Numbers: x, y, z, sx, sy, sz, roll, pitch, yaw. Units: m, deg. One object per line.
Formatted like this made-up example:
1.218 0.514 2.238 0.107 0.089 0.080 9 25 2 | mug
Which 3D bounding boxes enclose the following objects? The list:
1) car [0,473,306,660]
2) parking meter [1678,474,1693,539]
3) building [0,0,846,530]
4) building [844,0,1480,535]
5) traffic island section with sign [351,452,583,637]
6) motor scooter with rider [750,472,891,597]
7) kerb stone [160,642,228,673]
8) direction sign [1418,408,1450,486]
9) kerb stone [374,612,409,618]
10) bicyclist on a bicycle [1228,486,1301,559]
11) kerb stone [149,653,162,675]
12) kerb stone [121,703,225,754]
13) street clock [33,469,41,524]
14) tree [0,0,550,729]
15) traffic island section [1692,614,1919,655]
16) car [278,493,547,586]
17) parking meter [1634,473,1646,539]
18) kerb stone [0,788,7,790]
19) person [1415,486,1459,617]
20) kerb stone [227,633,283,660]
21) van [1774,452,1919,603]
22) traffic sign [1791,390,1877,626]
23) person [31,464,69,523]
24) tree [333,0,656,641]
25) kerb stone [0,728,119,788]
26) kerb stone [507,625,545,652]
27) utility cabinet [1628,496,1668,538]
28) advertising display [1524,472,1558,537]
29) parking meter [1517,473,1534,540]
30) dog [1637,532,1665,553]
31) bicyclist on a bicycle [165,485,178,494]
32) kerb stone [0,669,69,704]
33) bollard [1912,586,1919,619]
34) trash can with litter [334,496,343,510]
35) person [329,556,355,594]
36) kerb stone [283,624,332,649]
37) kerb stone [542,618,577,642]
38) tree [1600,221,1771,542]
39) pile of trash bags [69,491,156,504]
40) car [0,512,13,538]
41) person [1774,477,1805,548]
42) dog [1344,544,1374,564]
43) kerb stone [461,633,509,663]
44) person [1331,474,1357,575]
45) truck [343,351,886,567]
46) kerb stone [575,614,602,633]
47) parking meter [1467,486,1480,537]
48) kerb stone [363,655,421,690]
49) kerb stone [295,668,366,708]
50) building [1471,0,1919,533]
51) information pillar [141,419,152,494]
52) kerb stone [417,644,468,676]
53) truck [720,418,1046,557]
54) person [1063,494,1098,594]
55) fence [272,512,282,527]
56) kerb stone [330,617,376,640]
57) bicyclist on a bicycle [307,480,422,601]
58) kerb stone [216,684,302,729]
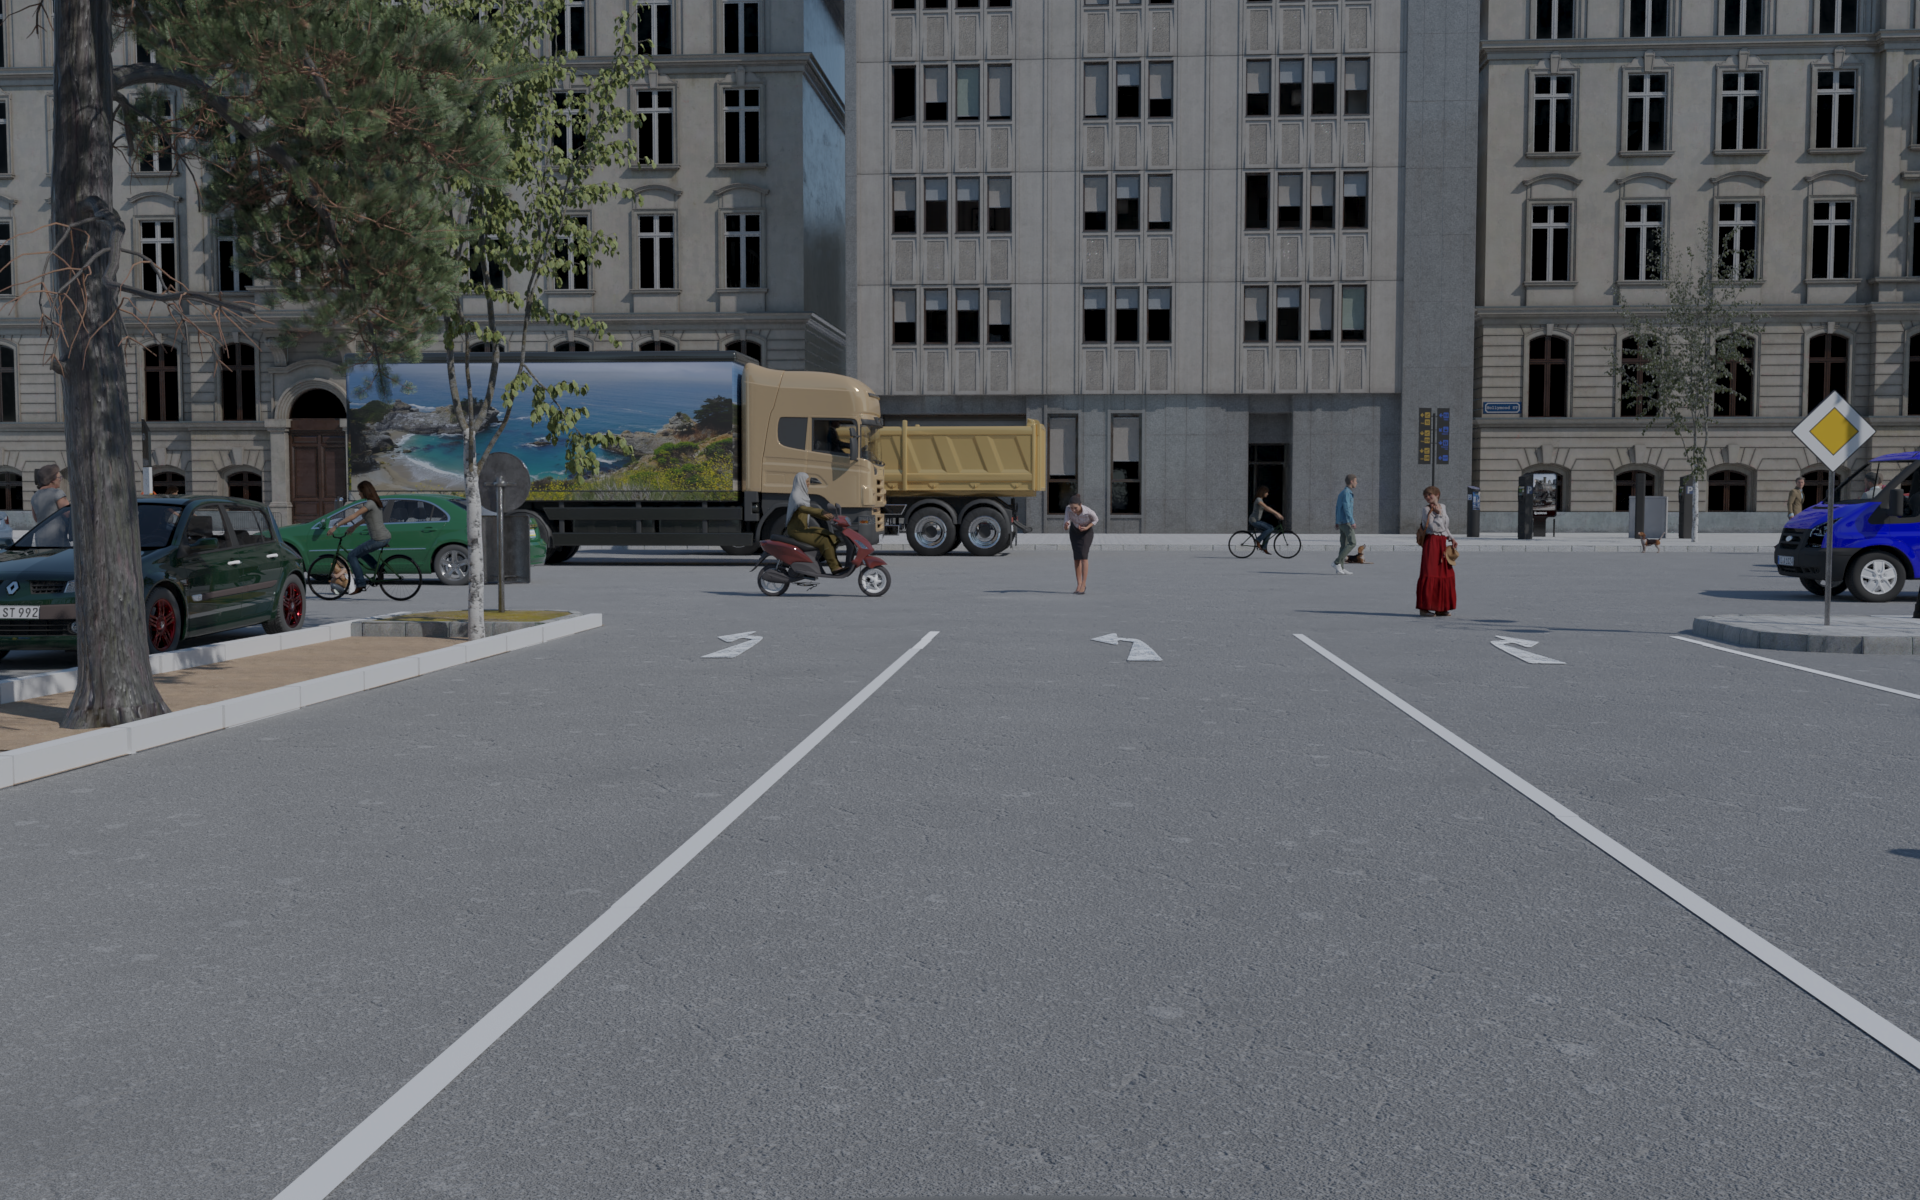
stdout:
-7.573 -0.379 15.985 2.009 1.686 4.222 0 4 3 | car
20.846 -2.690 49.688 0.399 1.863 0.255 -1 4 -10 | parking meter
-21.688 -15.015 64.582 34.723 24.649 14.460 0 4 4 | building
6.673 -14.843 60.707 19.932 24.808 12.078 0 4 4 | building
-5.018 -0.612 18.151 2.006 1.907 1.989 0 4 4 | traffic island section with sign
-1.953 -0.928 24.130 1.986 1.779 0.876 0 4 3 | motor scooter with rider
-6.366 0.484 14.276 0.120 0.150 1.000 0 4 4 | kerb stone
12.453 -3.276 45.567 0.876 3.537 0.379 -1 4 -14 | direction sign
-6.061 0.234 18.367 0.120 0.150 1.000 0 4 4 | kerb stone
6.759 -1.734 38.370 1.625 1.676 1.499 0 4 6 | bicyclist on a bicycle
-6.456 0.547 13.253 0.120 0.150 1.000 0 4 4 | kerb stone
-4.582 0.745 10.035 0.120 0.150 1.000 0 4 4 | kerb stone
-26.237 -2.743 49.419 0.358 2.002 0.471 -1 4 -21 | street clock
-5.339 -5.255 10.425 6.751 12.117 7.091 0 3 0 | tree
8.478 0.329 16.906 2.009 0.180 2.903 0 4 4 | traffic island section
-9.201 -0.991 27.995 4.920 1.459 2.131 0 4 4 | car
19.381 -2.670 49.361 0.255 1.863 0.399 1 4 21 | parking meter
-4.733 0.870 7.982 0.120 0.150 1.000 0 4 4 | kerb stone
5.558 -0.566 20.225 0.523 1.526 0.387 -2 4 -31 | person
-6.297 0.422 15.299 0.120 0.150 1.000 0 4 4 | kerb stone
13.926 -1.168 23.484 5.245 2.365 2.240 0 4 5 | van
8.454 -0.807 16.830 0.795 2.450 0.064 0 4 4 | traffic sign
-10.490 -0.701 20.314 0.716 1.782 0.532 1 4 21 | person
-4.675 -3.884 16.331 4.737 8.622 4.395 0 3 0 | tree
-4.666 0.807 9.006 0.120 0.150 1.000 0 4 4 | kerb stone
-4.123 0.367 16.188 0.120 0.150 1.000 0 4 4 | kerb stone
20.082 -2.408 50.536 1.020 1.237 0.306 2 4 34 | utility cabinet
17.346 -2.850 51.815 0.974 1.923 0.123 0 4 7 | advertising display
15.977 -2.644 48.942 0.399 1.863 0.255 -2 4 -31 | parking meter
16.839 -1.402 42.216 0.540 0.507 0.406 -2 4 -33 | dog
-15.917 -1.537 35.148 1.625 1.676 1.499 0 4 6 | bicyclist on a bicycle
-6.516 0.610 12.229 0.120 0.150 1.000 0 4 4 | kerb stone
9.953 -0.111 17.859 0.229 0.601 0.229 0 3 0 | bollard
-18.749 -2.543 52.629 1.678 1.210 2.233 -1 4 -18 | trash can with litter
-8.839 -0.354 24.756 0.357 0.543 0.381 -2 4 -25 | person
-6.220 0.366 16.322 0.120 0.150 1.000 0 4 4 | kerb stone
-4.038 0.306 17.212 0.120 0.150 1.000 0 4 4 | kerb stone
19.399 -5.852 46.045 4.360 8.622 3.978 0 3 0 | tree
-28.059 -2.866 56.617 3.447 1.369 1.912 -2 4 -32 | pile of trash bags
-24.269 -1.702 39.831 4.499 1.417 2.014 0 4 4 | car
19.730 -1.991 40.965 0.836 1.842 0.656 1 4 11 | person
8.140 -0.949 35.705 0.550 0.427 0.748 -1 4 -18 | dog
-4.201 0.430 15.165 0.120 0.150 1.000 0 4 4 | kerb stone
6.804 -1.336 30.688 0.444 1.785 0.601 1 4 8 | person
-6.538 -2.834 35.246 11.283 4.237 2.839 0 4 4 | truck
-3.970 0.252 18.241 0.120 0.150 1.000 0 4 4 | kerb stone
15.269 -2.635 51.496 0.372 1.533 0.369 0 3 0 | parking meter
-4.355 0.561 13.110 0.120 0.150 1.000 0 4 4 | kerb stone
-4.428 0.621 12.081 0.120 0.150 1.000 0 4 4 | kerb stone
34.442 -14.768 60.539 34.723 24.649 14.460 0 4 4 | building
-25.220 -3.816 53.748 0.504 3.616 0.183 3 5 43 | information pillar
-4.277 0.497 14.143 0.120 0.150 1.000 0 4 4 | kerb stone
-2.917 -2.764 41.115 9.791 3.379 3.469 0 4 5 | truck
1.675 -0.798 24.737 0.628 1.438 0.799 -1 4 -16 | person
-23.145 -2.522 56.614 2.069 0.683 0.278 0 4 3 | fence
-6.140 0.297 17.344 0.120 0.150 1.000 0 4 4 | kerb stone
-7.984 -0.804 23.171 1.625 1.676 1.499 0 4 6 | bicyclist on a bicycle
-4.501 0.685 11.058 0.120 0.150 1.000 0 4 4 | kerb stone
